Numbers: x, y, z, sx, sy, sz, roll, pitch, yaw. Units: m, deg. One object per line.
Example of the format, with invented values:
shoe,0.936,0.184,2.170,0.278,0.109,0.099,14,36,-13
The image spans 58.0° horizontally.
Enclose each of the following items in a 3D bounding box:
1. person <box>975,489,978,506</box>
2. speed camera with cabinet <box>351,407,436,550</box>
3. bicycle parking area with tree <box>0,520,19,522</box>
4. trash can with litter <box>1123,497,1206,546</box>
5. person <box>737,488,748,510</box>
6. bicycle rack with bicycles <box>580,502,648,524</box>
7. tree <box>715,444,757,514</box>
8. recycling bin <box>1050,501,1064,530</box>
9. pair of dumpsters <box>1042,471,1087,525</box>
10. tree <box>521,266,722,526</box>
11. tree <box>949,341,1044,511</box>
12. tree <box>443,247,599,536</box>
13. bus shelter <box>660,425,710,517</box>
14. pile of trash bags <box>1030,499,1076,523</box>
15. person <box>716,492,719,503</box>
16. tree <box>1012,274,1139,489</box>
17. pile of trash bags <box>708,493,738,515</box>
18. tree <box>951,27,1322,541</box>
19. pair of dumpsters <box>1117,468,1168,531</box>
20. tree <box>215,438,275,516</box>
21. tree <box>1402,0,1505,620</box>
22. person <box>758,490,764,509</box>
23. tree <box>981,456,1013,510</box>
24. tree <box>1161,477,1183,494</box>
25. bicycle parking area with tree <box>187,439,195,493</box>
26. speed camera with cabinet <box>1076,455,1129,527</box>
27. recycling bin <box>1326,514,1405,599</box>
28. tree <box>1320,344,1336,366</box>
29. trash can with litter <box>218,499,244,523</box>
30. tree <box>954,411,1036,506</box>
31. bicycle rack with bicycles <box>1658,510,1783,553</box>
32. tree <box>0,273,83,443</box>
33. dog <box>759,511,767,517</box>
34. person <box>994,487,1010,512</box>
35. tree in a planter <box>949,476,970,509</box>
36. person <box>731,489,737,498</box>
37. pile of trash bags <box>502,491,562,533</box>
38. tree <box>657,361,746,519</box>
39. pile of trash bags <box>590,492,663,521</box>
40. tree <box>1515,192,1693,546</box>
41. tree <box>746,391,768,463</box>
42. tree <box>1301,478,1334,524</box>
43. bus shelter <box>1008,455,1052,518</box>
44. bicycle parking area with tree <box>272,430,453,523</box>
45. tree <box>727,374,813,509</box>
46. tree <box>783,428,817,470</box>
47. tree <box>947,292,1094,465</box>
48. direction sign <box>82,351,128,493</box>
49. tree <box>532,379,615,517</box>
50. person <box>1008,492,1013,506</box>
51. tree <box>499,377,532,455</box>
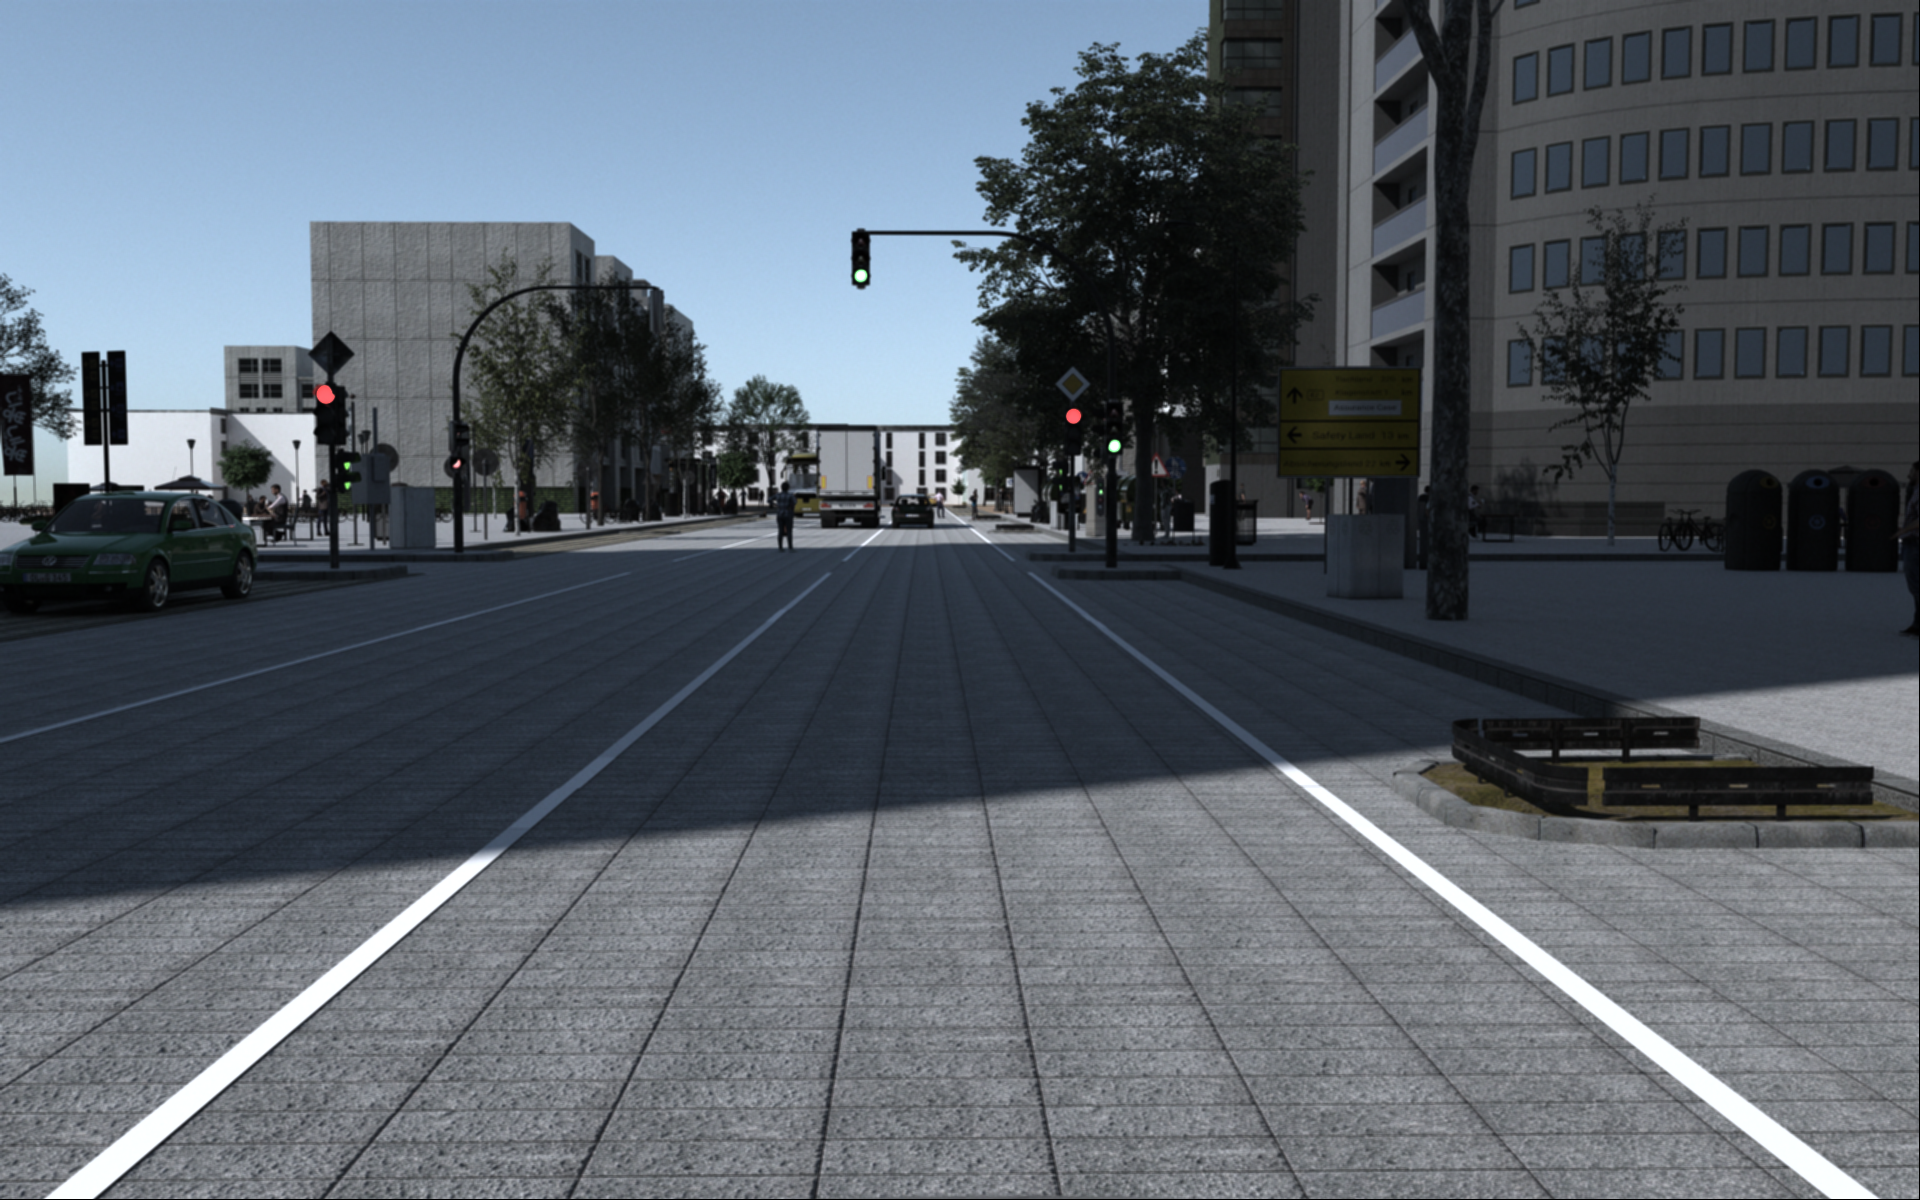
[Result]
person,1.695,-10.725,181.355,0.705,1.831,1.348,1,4,10
speed camera with cabinet,-13.180,-2.812,40.308,0.660,3.252,2.038,2,4,29
bicycle parking area with tree,-47.176,-5.731,80.698,9.016,4.147,8.231,-1,4,-9
trash can with litter,5.217,-1.976,43.361,2.233,1.210,1.678,1,4,12
person,-17.970,-8.408,143.491,1.348,1.826,0.705,3,5,44
bicycle rack with bicycles,-15.226,-3.844,76.236,2.925,0.926,2.852,-1,4,-12
tree,-14.836,-7.977,114.145,4.285,4.588,4.351,0,3,0
recycling bin,3.710,-3.088,63.049,0.722,1.027,0.722,-1,4,-12
pair of dumpsters,4.335,-4.242,71.856,1.574,2.255,4.437,0,4,-1
tree,-14.302,-8.290,69.957,8.767,10.594,7.601,3,4,37
tree,2.806,-12.829,127.884,7.486,12.596,7.792,0,3,0
tree,-13.295,-6.262,52.742,4.737,8.622,4.395,0,3,0
bus shelter,-16.224,-7.632,102.408,2.179,5.291,8.768,0,4,-1
pile of trash bags,4.825,-4.140,77.443,3.447,1.369,1.912,0,4,5
person,-18.160,-7.433,130.789,0.599,1.433,0.991,-1,4,-17
tree,4.278,-6.521,56.983,4.360,8.622,3.978,0,3,0
pile of trash bags,-14.899,-6.056,108.765,1.912,1.369,3.447,0,4,-8
tree,4.934,-8.601,47.276,9.857,13.997,8.962,0,3,0
pair of dumpsters,6.432,-3.633,61.889,1.574,2.255,4.437,0,4,-1
tree,-42.070,-7.234,101.996,4.285,4.588,4.351,0,3,0
tree,3.559,-9.886,17.524,12.611,20.169,13.585,0,3,0
person,-17.512,-8.856,152.306,0.593,1.643,0.415,-2,4,-29
tree,3.452,-9.551,139.867,4.285,4.588,4.351,0,3,0
tree,13.372,-6.908,107.546,1.663,3.219,1.824,0,3,0
bicycle parking area with tree,-37.897,-6.420,91.961,8.231,4.147,9.016,0,4,-3
speed camera with cabinet,5.544,-4.469,67.408,2.038,3.252,0.660,1,4,10
recycling bin,5.018,-0.545,21.461,0.722,1.027,0.722,-1,4,-14
tree,17.989,-7.814,78.125,4.360,8.622,3.978,0,3,0
trash can with litter,-16.101,-1.657,38.476,0.624,1.170,1.055,-3,4,-38
tree,2.822,-15.080,180.976,7.601,10.594,8.767,2,4,30
bicycle rack with bicycles,16.864,-1.561,38.897,2.925,0.926,2.852,-1,4,-22
tree,-36.640,-7.971,64.732,7.601,10.594,8.767,-1,4,-9
dog,-12.153,-5.275,106.443,0.748,0.427,0.550,0,4,-7
person,3.095,-7.344,126.124,1.348,1.822,0.705,2,4,29
tree in a planter,-0.080,-10.392,167.137,1.991,3.239,1.994,0,4,-1
person,-16.274,-7.196,124.254,0.434,1.755,0.990,1,4,18
pile of trash bags,-14.637,-3.003,58.853,1.912,1.369,3.447,0,4,-4
tree,-14.153,-8.521,89.685,4.360,8.622,3.978,0,3,0
pile of trash bags,-15.965,-4.473,82.893,3.447,1.369,1.912,0,4,-8
tree,16.142,-5.665,42.991,4.360,8.622,3.978,0,3,0
tree,-15.644,-10.430,120.889,4.360,8.622,3.978,0,3,0
tree,15.375,-4.873,74.282,1.663,3.219,1.824,0,3,0
bus shelter,3.708,-6.003,92.077,2.014,3.302,5.546,0,4,-1
bicycle parking area with tree,-27.839,-5.721,80.547,9.016,4.147,8.231,0,4,-8
tree,-16.628,-13.762,150.764,9.928,11.665,9.643,0,3,0
tree,-16.533,-14.151,181.734,4.360,8.622,3.978,0,3,0
tree,4.285,-11.826,103.731,12.009,13.543,11.850,0,3,0
direction sign,-13.588,-2.176,27.576,0.876,3.537,0.379,1,4,20
tree,-21.091,-9.046,98.263,4.360,8.622,3.978,0,3,0
person,5.357,-10.754,182.393,1.217,1.766,0.721,-1,4,-11
tree,-26.456,-9.596,107.264,4.360,8.622,3.978,0,3,0
